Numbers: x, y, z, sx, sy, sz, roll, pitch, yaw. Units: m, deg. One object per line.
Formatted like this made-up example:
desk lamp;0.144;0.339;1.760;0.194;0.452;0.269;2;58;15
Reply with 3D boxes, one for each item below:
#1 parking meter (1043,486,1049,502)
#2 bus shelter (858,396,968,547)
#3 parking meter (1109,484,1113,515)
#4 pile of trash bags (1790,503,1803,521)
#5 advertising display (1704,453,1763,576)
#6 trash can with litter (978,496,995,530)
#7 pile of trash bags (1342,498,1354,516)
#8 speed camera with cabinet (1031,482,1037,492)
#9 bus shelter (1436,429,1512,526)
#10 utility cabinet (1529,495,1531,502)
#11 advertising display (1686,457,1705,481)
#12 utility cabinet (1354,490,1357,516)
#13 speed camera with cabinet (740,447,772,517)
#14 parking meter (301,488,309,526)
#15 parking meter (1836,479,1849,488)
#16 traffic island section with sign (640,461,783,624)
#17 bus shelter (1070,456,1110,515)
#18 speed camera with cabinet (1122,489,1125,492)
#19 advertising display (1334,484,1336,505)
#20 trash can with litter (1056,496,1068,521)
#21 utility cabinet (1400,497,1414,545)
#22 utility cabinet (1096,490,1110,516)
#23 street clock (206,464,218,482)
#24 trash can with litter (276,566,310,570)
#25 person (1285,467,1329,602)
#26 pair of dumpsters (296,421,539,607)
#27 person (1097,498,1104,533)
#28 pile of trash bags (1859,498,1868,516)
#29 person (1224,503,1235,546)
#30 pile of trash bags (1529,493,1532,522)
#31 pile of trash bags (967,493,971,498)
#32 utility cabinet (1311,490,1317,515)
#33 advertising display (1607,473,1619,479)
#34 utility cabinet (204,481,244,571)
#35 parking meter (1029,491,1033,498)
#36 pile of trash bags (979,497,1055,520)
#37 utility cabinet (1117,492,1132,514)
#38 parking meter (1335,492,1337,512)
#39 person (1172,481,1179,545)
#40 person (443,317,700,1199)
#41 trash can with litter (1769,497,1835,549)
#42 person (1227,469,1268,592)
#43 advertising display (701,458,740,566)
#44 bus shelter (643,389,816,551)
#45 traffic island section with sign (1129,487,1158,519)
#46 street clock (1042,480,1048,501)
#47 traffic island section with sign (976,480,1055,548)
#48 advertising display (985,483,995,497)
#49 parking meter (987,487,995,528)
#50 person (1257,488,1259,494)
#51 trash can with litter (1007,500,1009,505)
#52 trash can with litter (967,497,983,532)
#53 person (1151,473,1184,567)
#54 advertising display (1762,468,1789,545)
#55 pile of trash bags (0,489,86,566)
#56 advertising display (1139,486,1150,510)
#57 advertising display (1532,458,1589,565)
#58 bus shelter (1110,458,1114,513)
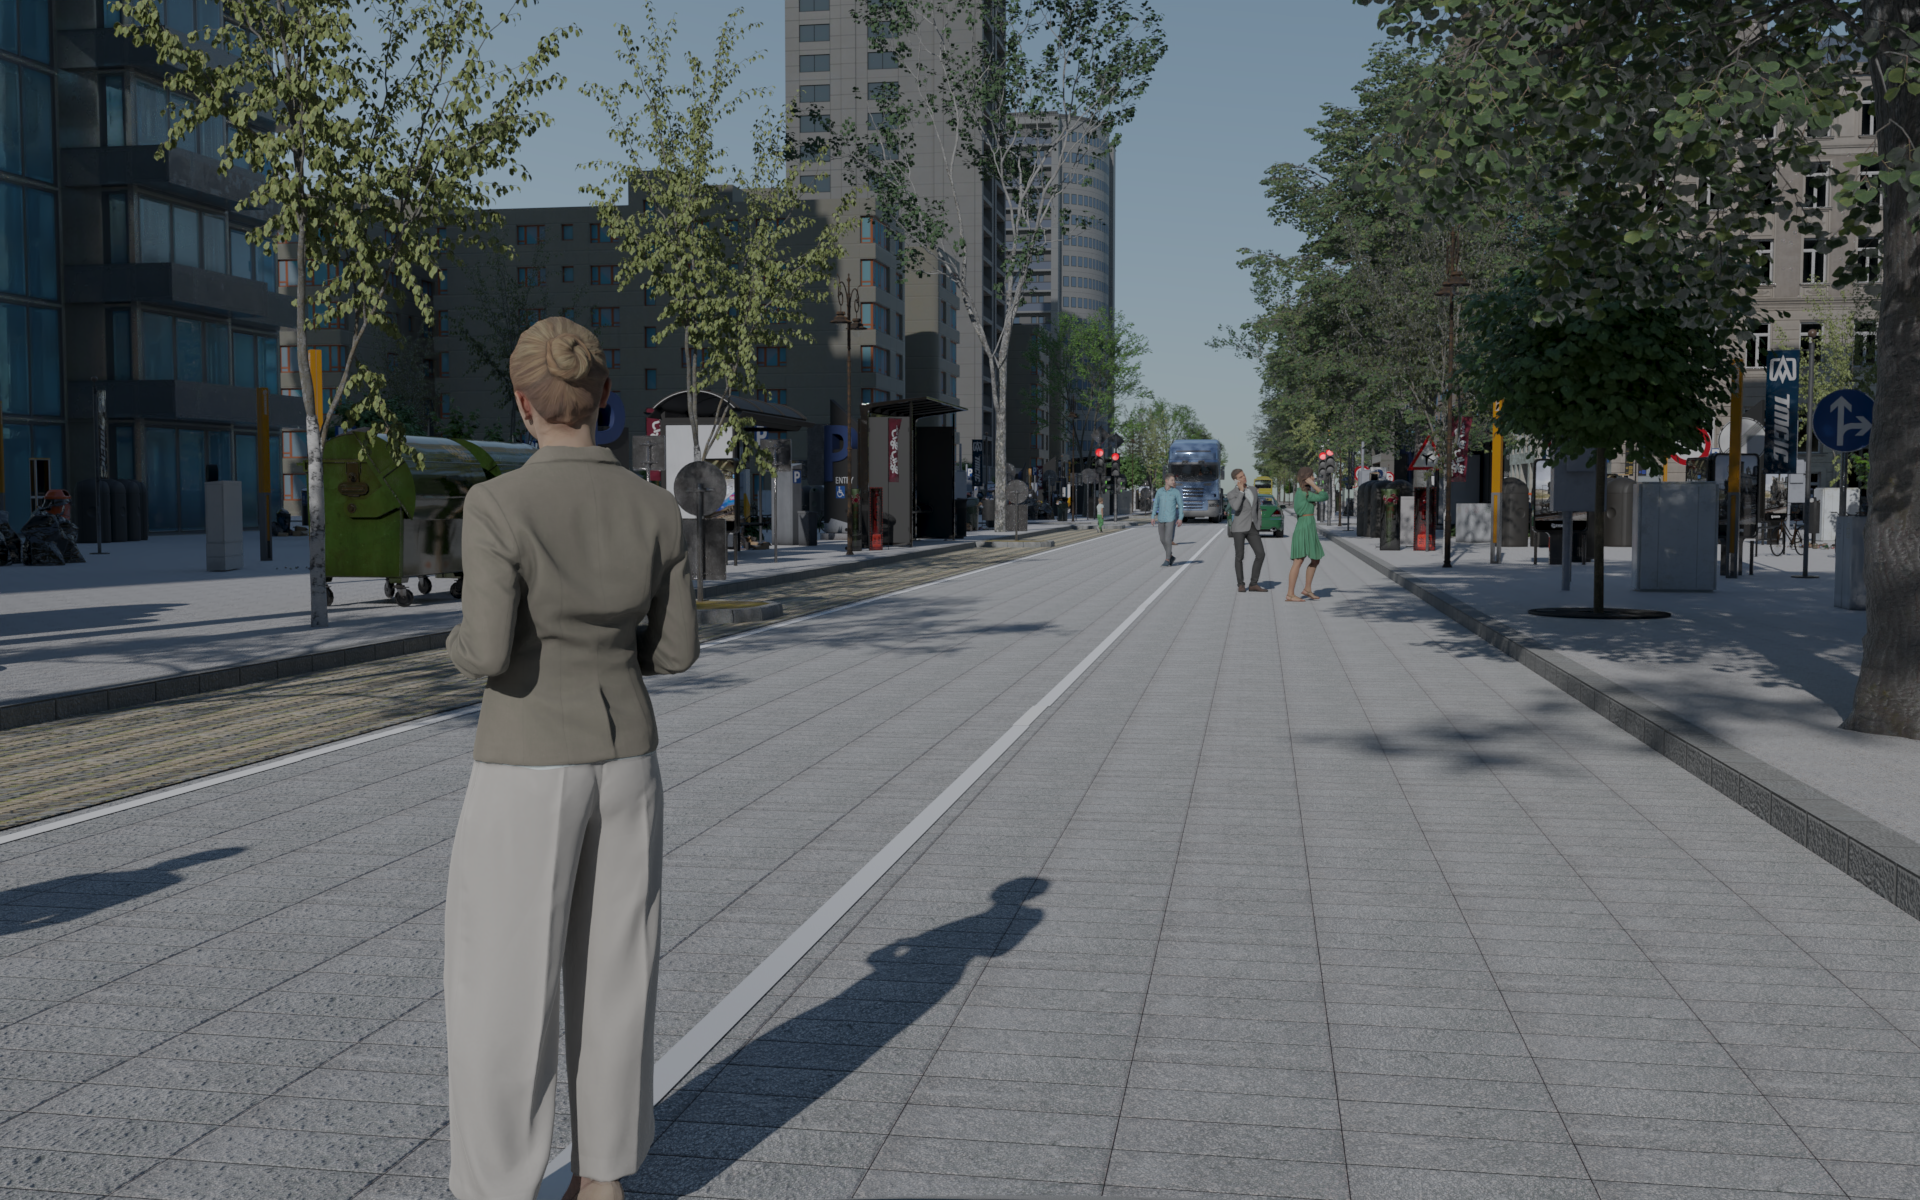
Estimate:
parking meter;5.485;-6.409;110.490;0.255;1.863;0.399;-1;4;-14
bus shelter;-1.142;-3.274;44.805;1.731;3.624;6.357;1;4;10
parking meter;9.087;-6.022;104.173;0.255;1.863;0.399;1;4;9
pile of trash bags;40.686;-4.523;83.710;3.447;1.369;1.912;0;4;2
advertising display;12.149;-1.347;27.231;0.974;1.923;0.123;-2;4;-23
trash can with litter;0.653;-3.113;61.947;2.233;1.210;1.678;0;4;1
pile of trash bags;23.920;-5.579;100.961;3.447;1.369;1.912;-3;5;-44
speed camera with cabinet;5.584;-9.103;143.161;0.660;3.252;2.038;-3;4;-38
bus shelter;16.708;-3.846;56.800;2.014;3.302;5.546;1;4;10
utility cabinet;26.852;-4.282;81.169;1.020;1.237;0.306;0;4;1
advertising display;12.907;-1.532;30.260;0.123;1.923;0.974;0;4;2
utility cabinet;22.967;-5.482;98.311;1.173;1.500;0.318;1;4;20
speed camera with cabinet;-8.539;-4.813;73.023;2.038;3.252;0.660;-1;4;-13
parking meter;-26.522;-3.784;70.282;0.372;1.533;0.369;0;3;0
parking meter;33.095;-3.626;64.988;0.255;1.863;0.399;-1;4;-15
traffic island section with sign;-3.127;-0.692;19.947;1.989;1.847;2.006;1;4;10
bus shelter;8.072;-7.166;108.453;1.731;3.624;6.357;1;4;10
speed camera with cabinet;11.341;-8.178;128.041;2.038;3.252;0.660;-2;4;-33
advertising display;25.296;-6.834;116.953;0.123;1.923;0.974;1;4;9
trash can with litter;4.735;-4.285;81.449;0.624;1.170;1.055;-1;4;-10
utility cabinet;11.394;-2.001;43.882;1.020;1.237;0.306;3;5;41
utility cabinet;8.217;-5.577;99.863;0.318;1.500;1.173;2;4;31
street clock;-18.205;-2.302;42.201;0.358;2.002;0.471;-2;4;-31
trash can with litter;-10.495;-1.122;29.398;1.678;1.210;2.233;-3;5;-40
person;4.593;-0.881;23.147;0.529;1.795;0.600;-1;4;-11
pair of dumpsters;-6.489;-1.170;21.617;1.574;2.255;4.437;1;4;10
person;5.133;-3.103;63.476;0.306;1.304;0.590;2;4;31
pile of trash bags;40.822;-4.229;78.904;3.447;1.369;1.912;-2;4;-34
person;7.771;-2.411;48.263;0.623;1.781;0.721;-2;4;-27
pile of trash bags;21.933;-3.272;63.247;1.912;1.369;3.447;-2;4;-34
pile of trash bags;1.527;-5.929;106.697;3.447;1.369;1.912;-3;4;-36
utility cabinet;21.844;-5.945;105.883;0.318;1.500;1.173;-3;4;-38
advertising display;20.120;-3.000;54.266;0.123;1.923;0.974;-3;5;-45
utility cabinet;-12.364;-1.248;29.081;0.318;1.500;1.173;-1;4;-9
parking meter;5.154;-7.244;126.856;0.372;1.533;0.369;0;3;0
pile of trash bags;2.972;-4.632;85.478;3.447;1.369;1.912;-3;5;-42
utility cabinet;10.294;-6.130;108.911;1.173;1.500;0.318;-2;4;-35
parking meter;26.095;-6.876;120.840;0.372;1.533;0.369;0;3;0
person;5.900;-2.435;48.489;0.721;1.800;0.419;-2;4;-35
person;-0.767;0.352;3.299;0.519;1.759;0.362;-3;5;-41
trash can with litter;20.165;-1.835;41.066;1.678;1.210;2.233;1;4;22
person;4.202;-1.018;25.322;0.592;1.802;0.473;-1;4;-8
advertising display;-4.346;-1.586;31.137;0.974;1.923;0.123;3;4;36
bus shelter;-4.683;-2.584;36.173;2.014;3.302;5.546;1;4;10
traffic island section with sign;10.943;-5.684;101.560;1.989;1.847;2.006;1;4;10
street clock;4.431;-5.244;90.307;0.358;2.002;0.471;1;4;14
traffic island section with sign;1.537;-2.352;47.084;1.989;1.847;2.006;1;4;10
advertising display;1.982;-6.078;104.595;0.974;1.923;0.123;0;4;-6
parking meter;1.210;-3.528;66.100;0.372;1.533;0.369;0;3;0
person;19.762;-6.553;115.598;0.622;1.834;0.822;-3;4;-39
trash can with litter;2.144;-4.279;81.353;0.624;1.170;1.055;-2;4;-24
trash can with litter;0.384;-2.952;59.654;0.624;1.170;1.055;1;4;15
person;4.144;-1.578;34.165;0.638;1.841;0.748;3;5;39
advertising display;20.556;-2.356;43.735;0.974;1.923;0.123;-2;4;-31
pile of trash bags;-17.238;-1.371;32.168;1.912;1.369;3.447;-1;4;-11
advertising display;14.481;-8.001;136.028;0.974;1.923;0.123;2;4;34
advertising display;10.885;-1.601;31.396;0.974;1.923;0.123;0;4;8
bus shelter;9.627;-7.670;116.694;1.731;3.624;6.357;1;4;10
